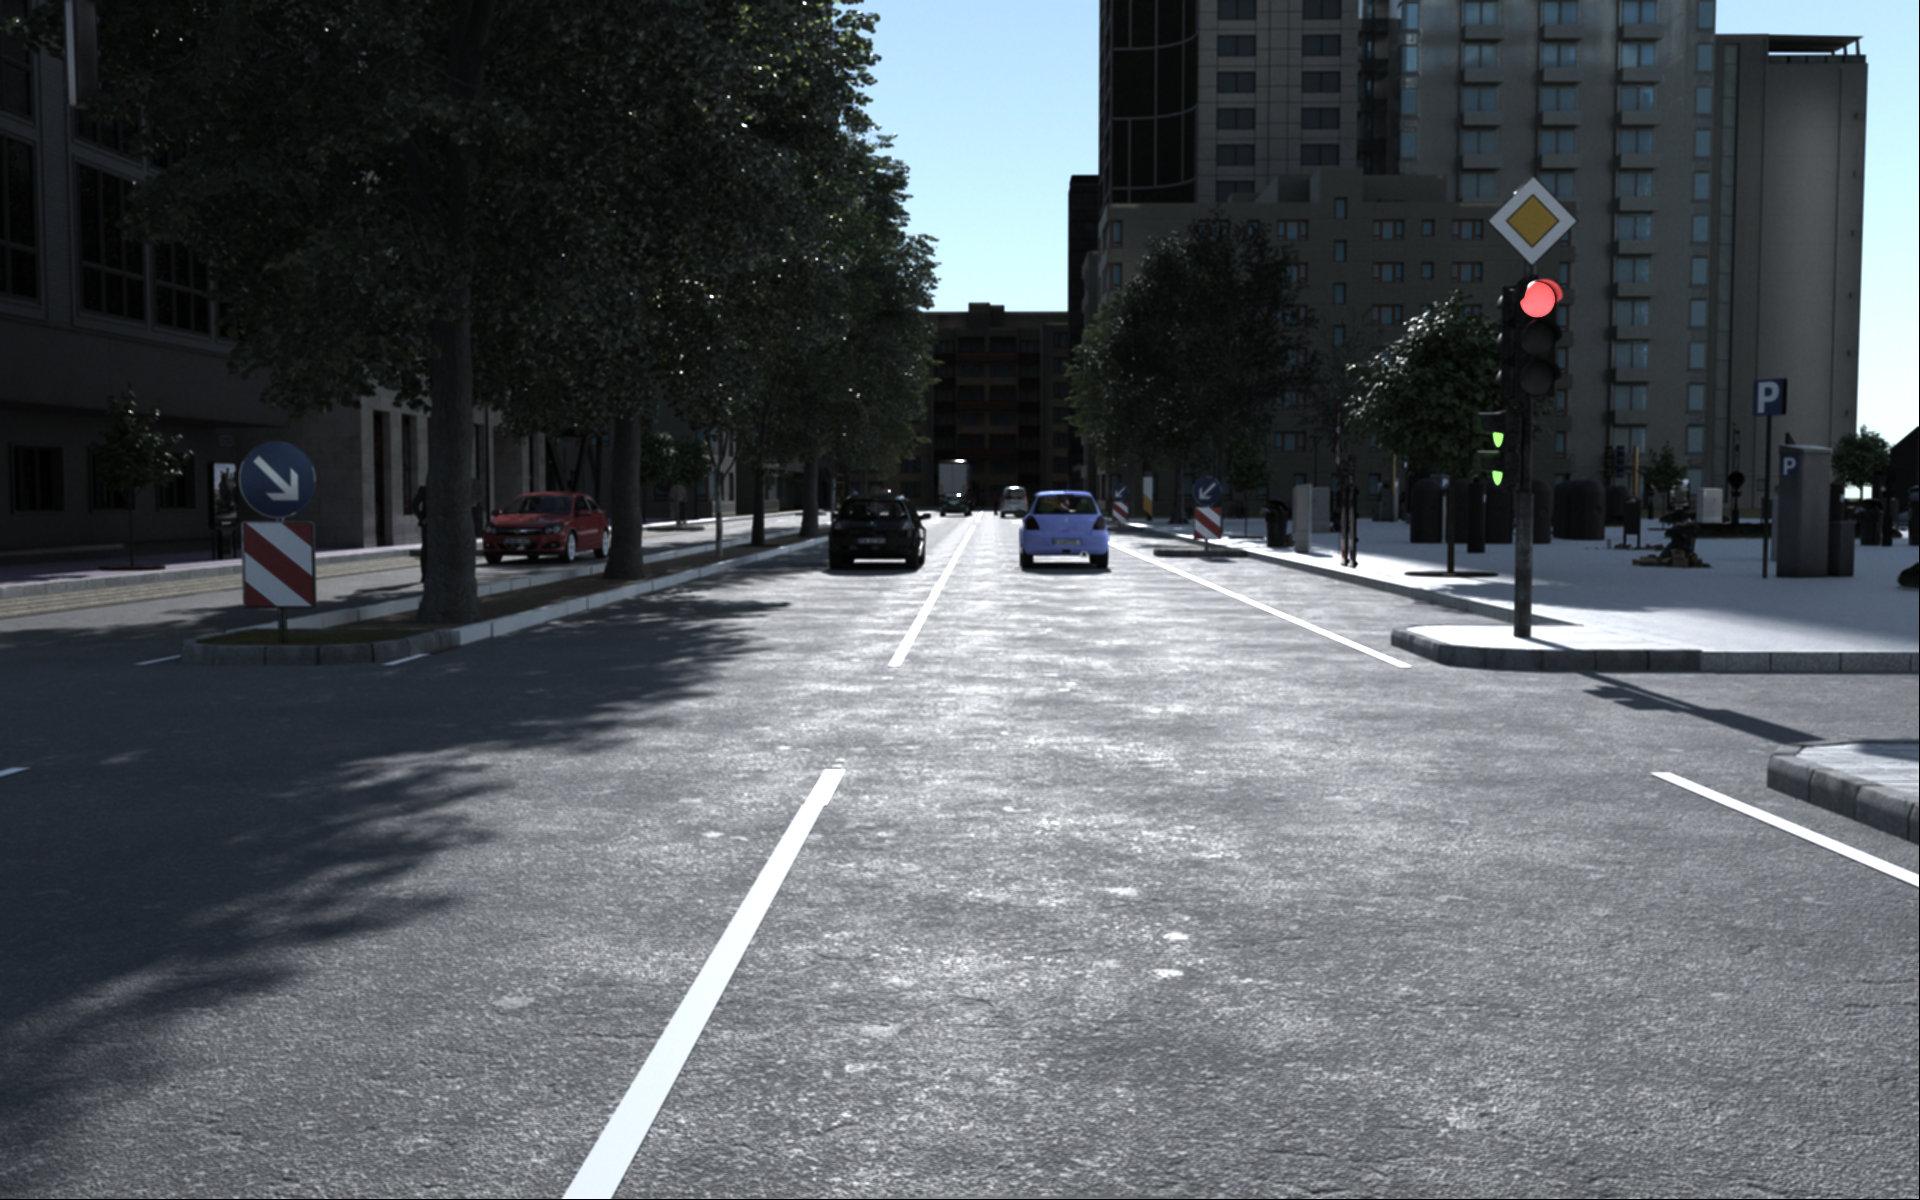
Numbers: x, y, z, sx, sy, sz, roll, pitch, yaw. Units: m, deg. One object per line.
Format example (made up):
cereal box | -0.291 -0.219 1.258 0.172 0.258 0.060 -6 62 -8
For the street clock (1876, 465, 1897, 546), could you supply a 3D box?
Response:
street clock | 22.845 -2.328 42.625 0.358 2.002 0.471 1 4 13

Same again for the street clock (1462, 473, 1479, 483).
street clock | 15.155 -2.867 51.443 0.471 2.002 0.358 -2 4 -31

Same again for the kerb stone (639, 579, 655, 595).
kerb stone | -4.602 -0.171 24.997 0.120 0.150 1.000 0 4 1

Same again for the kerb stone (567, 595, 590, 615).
kerb stone | -4.679 0.079 20.905 0.120 0.150 1.000 0 4 1

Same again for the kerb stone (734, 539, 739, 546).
kerb stone | -6.273 -1.555 47.618 0.120 0.150 1.000 0 4 1

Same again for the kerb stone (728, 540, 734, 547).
kerb stone | -6.291 -1.492 46.595 0.120 0.150 1.000 0 4 1

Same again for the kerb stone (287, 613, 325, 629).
kerb stone | -6.824 0.265 17.858 0.120 0.150 1.000 0 4 1

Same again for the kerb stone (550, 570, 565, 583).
kerb stone | -6.641 -0.362 28.118 0.120 0.150 1.000 0 4 1

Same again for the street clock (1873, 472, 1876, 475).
street clock | 28.429 -2.990 53.459 0.358 2.002 0.471 -2 4 -33

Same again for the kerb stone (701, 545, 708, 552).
kerb stone | -6.381 -1.242 42.497 0.120 0.150 1.000 0 4 1

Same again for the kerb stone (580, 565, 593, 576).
kerb stone | -6.612 -0.488 30.179 0.120 0.150 1.000 0 4 1

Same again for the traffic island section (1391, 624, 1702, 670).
traffic island section | 5.076 0.411 15.569 2.009 0.180 2.903 0 4 1

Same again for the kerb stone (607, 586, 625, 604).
kerb stone | -4.636 -0.046 22.953 0.120 0.150 1.000 0 4 1

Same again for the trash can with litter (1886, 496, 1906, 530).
trash can with litter | 32.619 -3.086 61.517 2.233 1.210 1.678 0 4 2

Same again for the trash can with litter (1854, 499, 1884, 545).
trash can with litter | 22.929 -1.971 43.617 0.624 1.170 1.055 3 4 36

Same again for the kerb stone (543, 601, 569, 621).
kerb stone | -4.695 0.142 19.874 0.120 0.150 1.000 0 4 1

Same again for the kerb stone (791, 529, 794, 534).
kerb stone | -6.034 -2.365 60.949 0.120 0.150 1.000 0 4 1

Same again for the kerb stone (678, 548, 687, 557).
kerb stone | -6.429 -1.054 39.426 0.120 0.150 1.000 0 4 1

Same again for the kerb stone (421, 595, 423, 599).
kerb stone | -6.754 0.014 21.986 0.120 0.150 1.000 0 4 1

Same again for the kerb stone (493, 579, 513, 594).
kerb stone | -6.699 -0.175 25.052 0.120 0.150 1.000 0 4 1

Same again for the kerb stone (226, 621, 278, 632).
kerb stone | -6.854 0.335 16.837 0.120 0.150 1.000 0 4 1

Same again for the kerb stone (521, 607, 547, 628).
kerb stone | -4.709 0.209 18.852 0.120 0.150 1.000 0 4 1

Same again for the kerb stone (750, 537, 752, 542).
kerb stone | -6.224 -1.741 50.698 0.120 0.150 1.000 0 4 1

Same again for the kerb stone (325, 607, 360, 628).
kerb stone | -6.813 0.202 18.890 0.120 0.150 1.000 0 4 1

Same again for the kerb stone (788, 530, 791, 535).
kerb stone | -6.054 -2.308 59.926 0.120 0.150 1.000 0 4 1

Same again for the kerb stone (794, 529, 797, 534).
kerb stone | -6.022 -2.433 61.971 0.120 0.150 1.000 0 4 1

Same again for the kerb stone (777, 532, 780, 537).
kerb stone | -6.109 -2.119 56.850 0.120 0.150 1.000 0 4 1

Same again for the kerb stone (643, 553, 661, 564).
kerb stone | -6.487 -0.865 36.338 0.120 0.150 1.000 0 4 1

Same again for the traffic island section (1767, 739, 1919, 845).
traffic island section | 4.929 0.899 7.585 2.009 0.180 2.903 0 4 1

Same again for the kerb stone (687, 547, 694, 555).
kerb stone | -6.414 -1.115 40.448 0.120 0.150 1.000 0 4 1

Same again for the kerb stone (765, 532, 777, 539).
kerb stone | -6.117 -2.057 55.824 0.120 0.150 1.000 0 4 1

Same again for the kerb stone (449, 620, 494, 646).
kerb stone | -4.756 0.330 16.808 0.120 0.150 1.000 0 4 1

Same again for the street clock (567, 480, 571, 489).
street clock | -20.175 -5.177 89.213 0.358 2.002 0.471 -1 4 -20

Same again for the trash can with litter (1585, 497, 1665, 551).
trash can with litter | 15.641 -1.763 39.887 1.678 1.210 2.233 -1 4 -16

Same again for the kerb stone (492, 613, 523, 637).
kerb stone | -4.723 0.267 17.829 0.120 0.150 1.000 0 4 1

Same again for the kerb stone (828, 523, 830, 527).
kerb stone | -5.791 -3.186 74.281 0.120 0.150 1.000 0 4 1

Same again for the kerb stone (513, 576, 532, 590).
kerb stone | -6.673 -0.235 26.074 0.120 0.150 1.000 0 4 1

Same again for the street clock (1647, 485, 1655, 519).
street clock | 35.065 -5.095 87.875 0.471 2.002 0.358 -2 4 -34

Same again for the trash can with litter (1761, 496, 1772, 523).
trash can with litter | 30.337 -3.337 65.621 1.678 1.210 2.233 -2 4 -26

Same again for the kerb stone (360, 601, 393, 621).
kerb stone | -6.784 0.146 19.915 0.120 0.150 1.000 0 4 1

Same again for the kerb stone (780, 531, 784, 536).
kerb stone | -6.094 -2.183 57.882 0.120 0.150 1.000 0 4 1

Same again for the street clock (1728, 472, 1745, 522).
street clock | 25.171 -3.157 56.179 0.471 2.002 0.358 3 4 37

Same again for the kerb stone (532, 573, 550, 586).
kerb stone | -6.647 -0.295 27.096 0.120 0.150 1.000 0 4 1

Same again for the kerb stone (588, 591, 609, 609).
kerb stone | -4.653 0.016 21.931 0.120 0.150 1.000 0 4 1

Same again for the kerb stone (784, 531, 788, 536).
kerb stone | -6.071 -2.243 58.904 0.120 0.150 1.000 0 4 1

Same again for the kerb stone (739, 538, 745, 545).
kerb stone | -6.255 -1.613 48.649 0.120 0.150 1.000 0 4 1

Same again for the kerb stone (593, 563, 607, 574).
kerb stone | -6.577 -0.551 31.204 0.120 0.150 1.000 0 4 1

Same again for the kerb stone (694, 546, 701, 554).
kerb stone | -6.395 -1.178 41.475 0.120 0.150 1.000 0 4 1

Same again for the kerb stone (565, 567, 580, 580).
kerb stone | -6.621 -0.425 29.145 0.120 0.150 1.000 0 4 1

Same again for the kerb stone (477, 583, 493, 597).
kerb stone | -6.719 -0.111 24.030 0.120 0.150 1.000 0 4 1

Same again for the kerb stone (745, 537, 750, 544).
kerb stone | -6.237 -1.678 49.676 0.120 0.150 1.000 0 4 1

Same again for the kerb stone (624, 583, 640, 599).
kerb stone | -4.620 -0.109 23.975 0.120 0.150 1.000 0 4 1

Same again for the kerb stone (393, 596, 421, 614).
kerb stone | -6.772 0.077 20.943 0.120 0.150 1.000 0 4 1

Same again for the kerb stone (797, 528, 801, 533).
kerb stone | -5.993 -2.495 62.992 0.120 0.150 1.000 0 4 1

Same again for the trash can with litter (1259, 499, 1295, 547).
trash can with litter | 7.679 -1.859 41.778 0.624 1.170 1.055 2 4 32

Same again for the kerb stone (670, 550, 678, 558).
kerb stone | -6.456 -0.990 38.388 0.120 0.150 1.000 0 4 1

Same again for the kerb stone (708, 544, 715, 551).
kerb stone | -6.351 -1.303 43.523 0.120 0.150 1.000 0 4 1

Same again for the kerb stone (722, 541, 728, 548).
kerb stone | -6.314 -1.430 45.569 0.120 0.150 1.000 0 4 1

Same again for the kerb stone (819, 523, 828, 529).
kerb stone | -5.809 -3.123 73.257 0.120 0.150 1.000 0 4 1

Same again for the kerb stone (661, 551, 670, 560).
kerb stone | -6.472 -0.922 37.362 0.120 0.150 1.000 0 4 1
